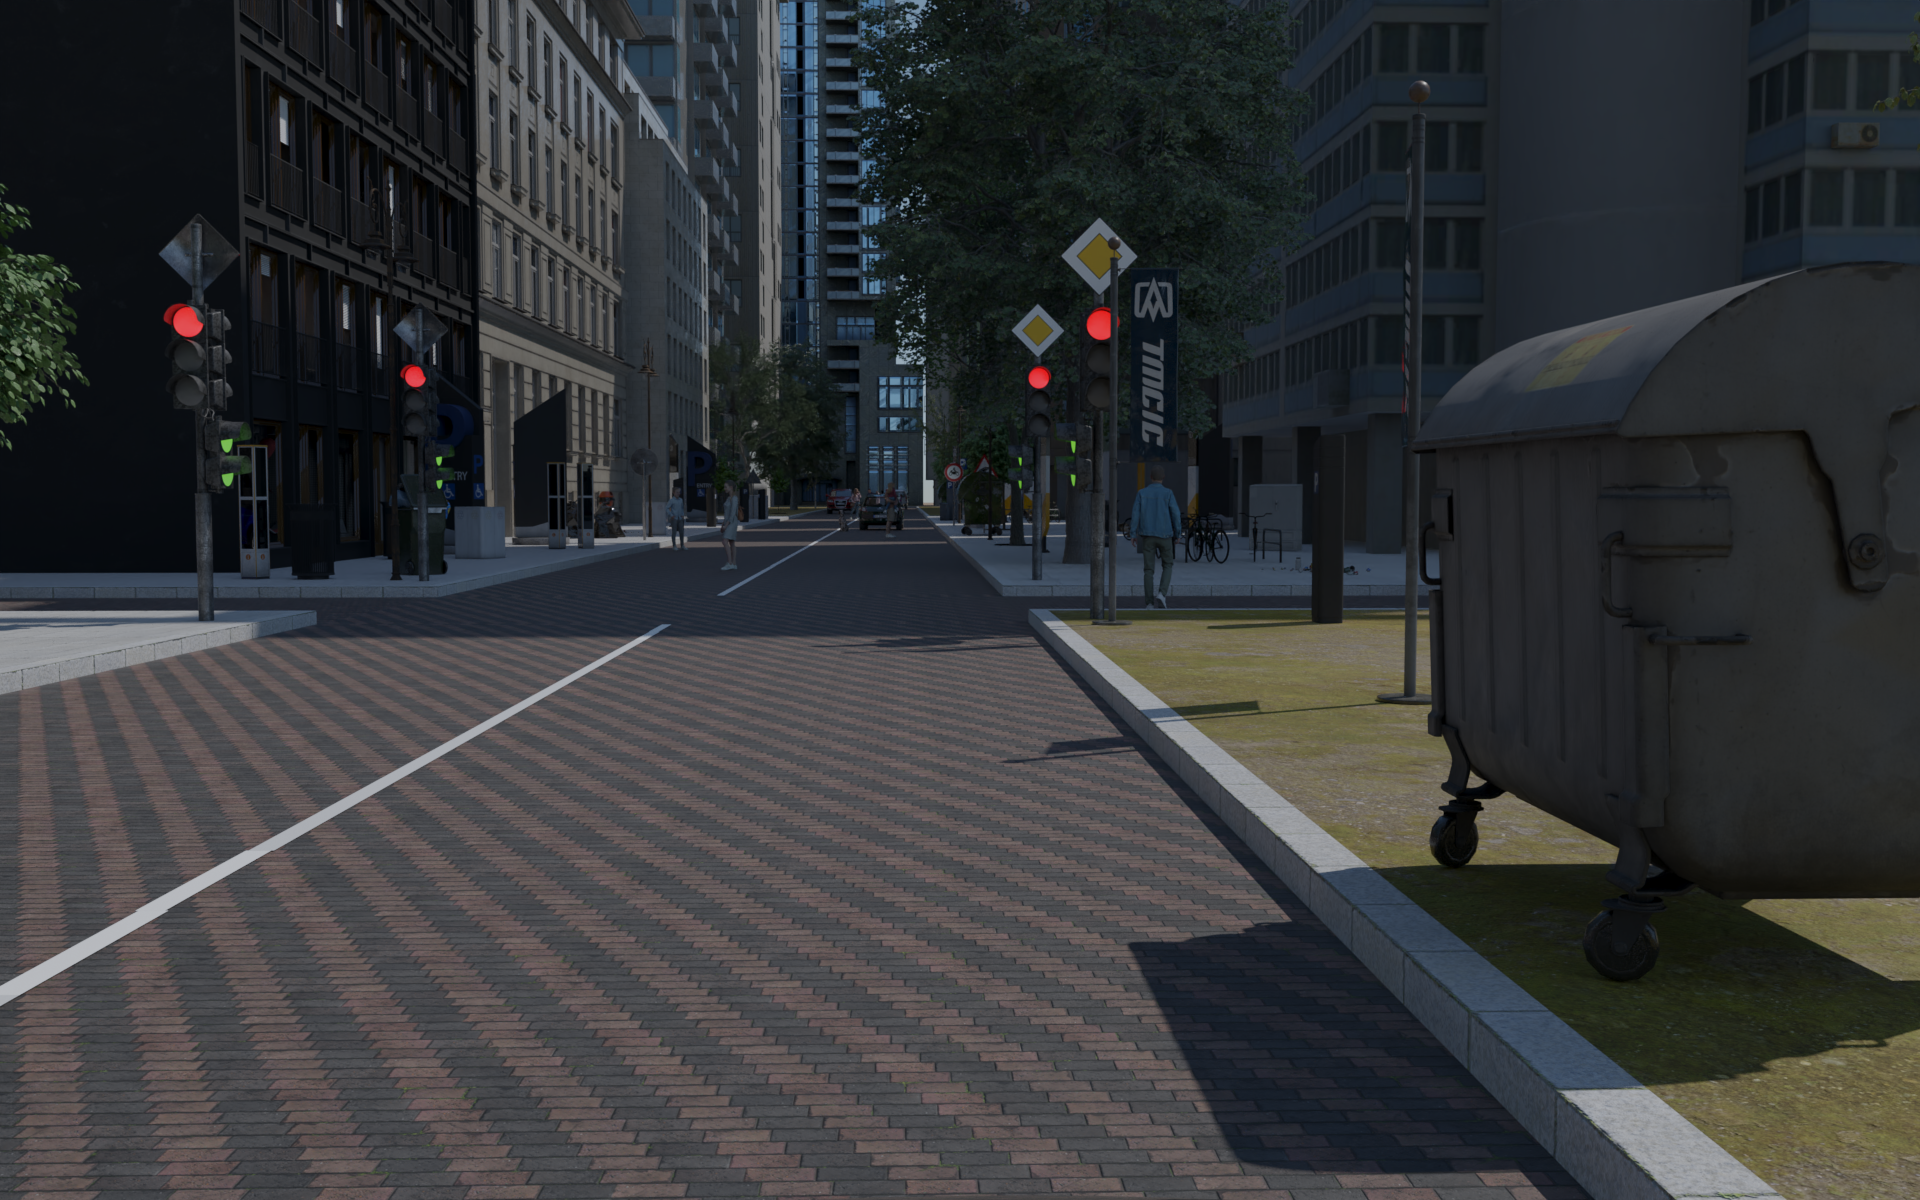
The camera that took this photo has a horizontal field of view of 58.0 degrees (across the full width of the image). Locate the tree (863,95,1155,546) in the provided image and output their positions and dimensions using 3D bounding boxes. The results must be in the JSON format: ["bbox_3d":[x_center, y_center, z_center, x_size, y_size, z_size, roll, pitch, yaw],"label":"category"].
[{"bbox_3d":[1.465,-7.160,42.828,9.928,11.665,9.643,0,3,0],"label":"tree"}]

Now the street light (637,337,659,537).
[{"bbox_3d":[-9.190,-4.799,51.245,0.468,5.910,1.993,0,4,-2],"label":"street light"}]

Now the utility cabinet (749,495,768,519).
[{"bbox_3d":[-10.445,-4.802,89.673,1.020,1.237,0.306,0,4,-3],"label":"utility cabinet"}]

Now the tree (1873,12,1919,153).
[{"bbox_3d":[10.107,-3.903,14.183,4.737,8.622,4.395,0,3,0],"label":"tree"}]

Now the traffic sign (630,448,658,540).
[{"bbox_3d":[-8.756,-2.930,48.011,0.768,2.556,0.104,0,4,1],"label":"traffic sign"}]

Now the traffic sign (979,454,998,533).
[{"bbox_3d":[0.795,-3.461,56.586,0.884,2.594,0.081,0,4,-1],"label":"traffic sign"}]

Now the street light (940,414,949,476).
[{"bbox_3d":[-0.906,-7.810,100.477,0.468,5.910,1.993,0,4,-2],"label":"street light"}]

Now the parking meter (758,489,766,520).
[{"bbox_3d":[-9.951,-4.802,86.928,0.372,1.533,0.369,0,3,0],"label":"parking meter"}]

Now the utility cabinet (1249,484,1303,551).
[{"bbox_3d":[7.106,-1.856,39.028,1.173,1.500,0.318,3,4,37],"label":"utility cabinet"}]

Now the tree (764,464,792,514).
[{"bbox_3d":[-11.672,-7.202,112.351,1.663,3.219,1.824,0,3,0],"label":"tree"}]

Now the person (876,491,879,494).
[{"bbox_3d":[-7.978,-9.676,167.364,0.551,1.740,0.621,3,4,37],"label":"person"}]

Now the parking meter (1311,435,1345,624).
[{"bbox_3d":[3.675,-0.708,17.292,0.255,1.863,0.399,0,4,1],"label":"parking meter"}]

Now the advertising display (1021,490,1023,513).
[{"bbox_3d":[1.957,-3.196,57.464,0.123,1.923,0.974,1,4,12],"label":"advertising display"}]

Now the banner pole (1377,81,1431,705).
[{"bbox_3d":[2.816,-1.273,10.838,0.401,3.779,0.863,0,4,8],"label":"banner pole"}]

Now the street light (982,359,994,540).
[{"bbox_3d":[0.842,-4.612,48.202,0.468,5.910,1.993,0,4,-2],"label":"street light"}]

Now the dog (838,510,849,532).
[{"bbox_3d":[-4.531,-3.040,66.539,0.513,0.831,0.800,1,4,11],"label":"dog"}]

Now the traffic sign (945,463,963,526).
[{"bbox_3d":[-0.247,-4.311,70.594,0.768,2.556,0.104,0,4,-1],"label":"traffic sign"}]

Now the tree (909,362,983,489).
[{"bbox_3d":[-0.393,-8.866,95.320,4.737,8.622,4.395,0,3,0],"label":"tree"}]

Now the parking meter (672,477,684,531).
[{"bbox_3d":[-9.714,-3.299,59.642,0.399,1.863,0.255,-1,4,-9],"label":"parking meter"}]

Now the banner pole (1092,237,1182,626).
[{"bbox_3d":[1.731,-1.647,16.944,0.863,3.779,0.401,0,4,2],"label":"banner pole"}]

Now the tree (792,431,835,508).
[{"bbox_3d":[-13.407,-12.672,157.553,4.360,8.622,3.978,0,3,0],"label":"tree"}]

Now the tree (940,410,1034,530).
[{"bbox_3d":[1.562,-4.775,61.792,4.285,4.588,4.351,0,3,0],"label":"tree"}]

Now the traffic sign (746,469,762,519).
[{"bbox_3d":[-10.669,-5.465,89.356,0.884,2.594,0.081,0,4,6],"label":"traffic sign"}]

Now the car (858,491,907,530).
[{"bbox_3d":[-3.161,-3.688,70.087,2.009,1.686,4.222,0,4,-1],"label":"car"}]

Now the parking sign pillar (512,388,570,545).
[{"bbox_3d":[-10.660,-3.393,43.942,1.447,3.967,1.447,-1,4,-20],"label":"parking sign pillar"}]

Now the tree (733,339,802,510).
[{"bbox_3d":[-13.479,-14.214,139.056,9.857,13.997,8.962,0,3,0],"label":"tree"}]

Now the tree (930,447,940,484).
[{"bbox_3d":[-0.206,-7.415,104.948,4.285,4.588,4.351,0,3,0],"label":"tree"}]

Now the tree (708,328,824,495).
[{"bbox_3d":[-11.699,-9.905,96.358,8.767,10.594,7.601,0,4,-2],"label":"tree"}]

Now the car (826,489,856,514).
[{"bbox_3d":[-8.593,-7.161,125.753,2.281,1.827,5.304,0,4,-2],"label":"car"}]

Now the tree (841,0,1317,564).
[{"bbox_3d":[2.251,-7.635,31.482,9.857,13.997,8.962,0,3,0],"label":"tree"}]

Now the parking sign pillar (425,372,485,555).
[{"bbox_3d":[-10.903,-2.987,37.312,1.447,3.967,1.447,1,4,23],"label":"parking sign pillar"}]

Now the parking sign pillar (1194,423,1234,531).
[{"bbox_3d":[9.001,-4.455,61.305,1.447,3.967,1.447,2,4,29],"label":"parking sign pillar"}]

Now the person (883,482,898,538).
[{"bbox_3d":[-2.280,-2.984,57.265,0.573,1.828,0.580,-2,4,-28],"label":"person"}]

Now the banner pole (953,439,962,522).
[{"bbox_3d":[-0.183,-5.461,79.304,0.401,3.779,0.863,-1,4,-23],"label":"banner pole"}]

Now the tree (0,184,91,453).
[{"bbox_3d":[-9.252,-1.891,14.632,4.285,4.588,4.351,0,3,0],"label":"tree"}]

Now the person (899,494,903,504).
[{"bbox_3d":[-5.413,-8.858,156.544,0.599,1.433,0.991,0,4,5],"label":"person"}]

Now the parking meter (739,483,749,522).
[{"bbox_3d":[-9.784,-4.460,78.630,0.399,1.863,0.255,-2,4,-33],"label":"parking meter"}]

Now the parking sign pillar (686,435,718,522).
[{"bbox_3d":[-11.794,-5.537,79.010,1.447,3.967,1.447,0,4,1],"label":"parking sign pillar"}]

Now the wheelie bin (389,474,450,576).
[{"bbox_3d":[-8.618,-1.200,27.531,0.693,1.594,0.980,3,5,42],"label":"wheelie bin"}]

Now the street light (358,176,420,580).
[{"bbox_3d":[-8.399,-3.231,25.621,0.468,5.910,1.993,0,4,-2],"label":"street light"}]

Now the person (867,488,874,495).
[{"bbox_3d":[-5.256,-5.713,102.364,0.683,1.767,0.568,1,4,17],"label":"person"}]

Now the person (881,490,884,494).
[{"bbox_3d":[-6.678,-8.578,149.428,1.217,1.739,0.721,0,4,3],"label":"person"}]

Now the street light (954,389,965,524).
[{"bbox_3d":[-0.016,-6.221,74.501,0.468,5.910,1.993,0,4,-2],"label":"street light"}]

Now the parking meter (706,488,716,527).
[{"bbox_3d":[-9.681,-3.609,67.419,0.372,1.533,0.369,0,3,0],"label":"parking meter"}]

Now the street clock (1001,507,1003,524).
[{"bbox_3d":[1.728,-4.214,73.462,0.358,2.002,0.471,0,4,-7],"label":"street clock"}]

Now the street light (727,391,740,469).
[{"bbox_3d":[-10.021,-6.351,76.622,0.468,5.910,1.993,0,4,-2],"label":"street light"}]

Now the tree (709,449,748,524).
[{"bbox_3d":[-10.109,-4.879,74.369,1.663,3.219,1.824,0,3,0],"label":"tree"}]

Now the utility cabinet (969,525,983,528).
[{"bbox_3d":[0.611,-3.318,65.416,0.306,1.237,1.020,-1,4,-18],"label":"utility cabinet"}]
